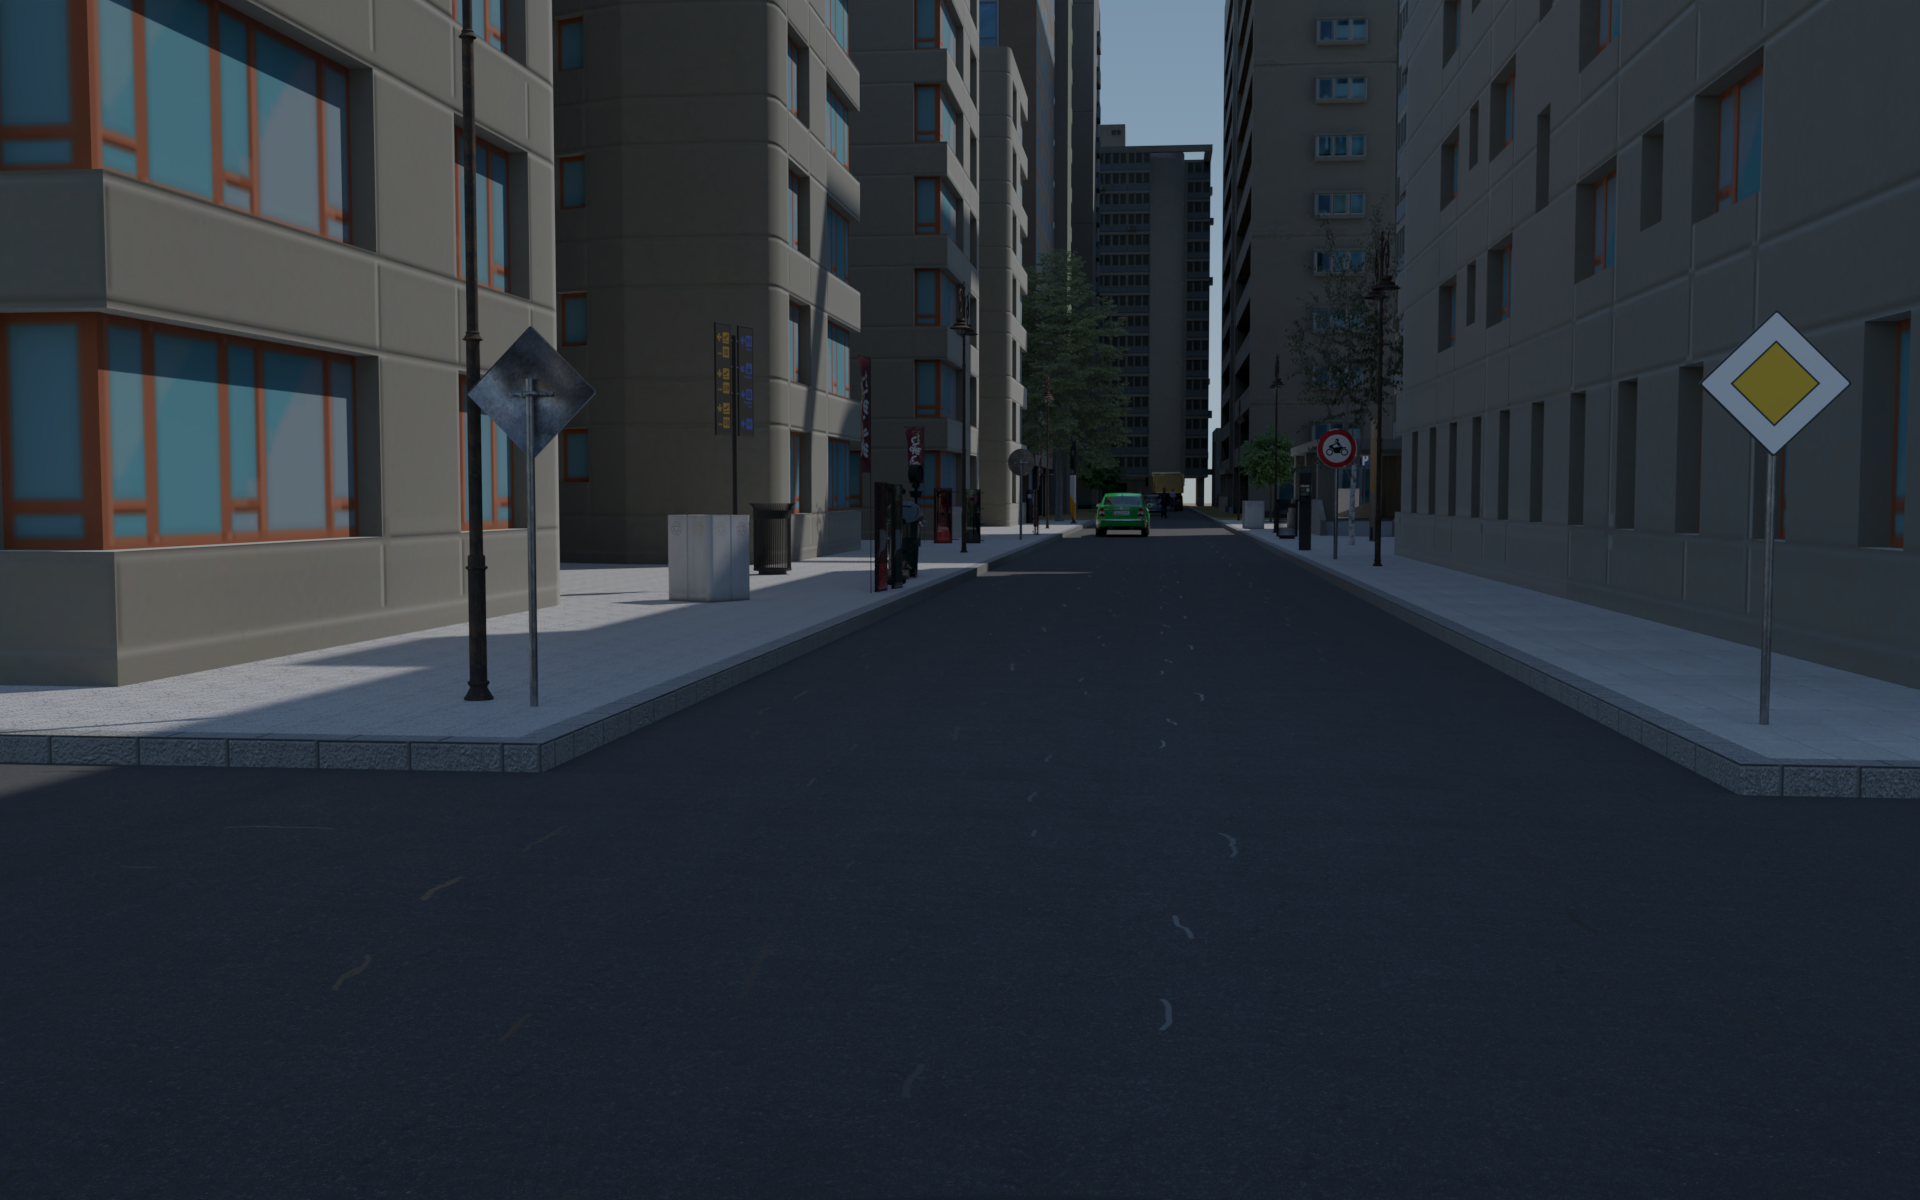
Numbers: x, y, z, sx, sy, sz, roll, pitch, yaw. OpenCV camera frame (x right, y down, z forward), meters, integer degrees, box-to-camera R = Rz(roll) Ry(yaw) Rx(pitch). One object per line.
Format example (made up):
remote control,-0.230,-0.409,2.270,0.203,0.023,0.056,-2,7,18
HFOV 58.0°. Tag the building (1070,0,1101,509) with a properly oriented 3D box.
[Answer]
building,1.166,-32.190,150.002,21.600,48.544,21.300,0,4,7

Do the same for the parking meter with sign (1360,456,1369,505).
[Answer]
parking meter with sign,17.785,-4.710,73.267,0.543,3.016,1.738,-3,5,-42

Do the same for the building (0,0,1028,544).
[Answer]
building,-12.437,-13.345,63.231,27.650,21.520,28.899,0,4,7

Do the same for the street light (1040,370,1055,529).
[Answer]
street light,3.256,-5.598,64.309,0.468,5.910,1.993,0,4,7

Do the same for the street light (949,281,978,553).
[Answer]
street light,0.086,-3.974,37.762,0.468,5.910,1.993,0,4,7

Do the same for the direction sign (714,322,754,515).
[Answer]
direction sign,-3.022,-1.911,23.243,0.379,3.537,0.876,2,4,27

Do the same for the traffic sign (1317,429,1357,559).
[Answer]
traffic sign,7.379,-2.071,33.967,0.768,2.556,0.104,1,4,8

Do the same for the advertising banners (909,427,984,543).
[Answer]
advertising banners,-0.412,-2.981,44.922,2.074,3.025,0.090,0,4,1

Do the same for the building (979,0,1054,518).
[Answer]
building,-2.303,-27.060,92.541,14.600,45.320,14.200,0,4,7

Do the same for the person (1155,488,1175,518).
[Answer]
person,12.297,-5.852,104.209,1.348,1.821,0.705,-1,4,-20

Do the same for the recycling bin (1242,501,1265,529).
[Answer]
recycling bin,10.838,-3.145,63.983,0.722,1.027,0.722,0,4,1

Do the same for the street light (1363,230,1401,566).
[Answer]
street light,7.420,-3.536,30.604,0.468,5.910,1.993,0,4,7

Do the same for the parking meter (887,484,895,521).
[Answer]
parking meter,-1.712,-2.062,42.128,0.372,1.533,0.369,0,3,0

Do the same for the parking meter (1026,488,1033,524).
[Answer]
parking meter,3.066,-4.106,75.547,0.372,1.533,0.369,0,3,0

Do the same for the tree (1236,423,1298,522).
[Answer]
tree,14.098,-5.823,78.923,4.285,4.588,4.351,0,3,0

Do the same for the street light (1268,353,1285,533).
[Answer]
street light,10.405,-5.151,57.003,0.468,5.910,1.993,0,4,7

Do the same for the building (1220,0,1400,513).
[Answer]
building,33.258,-31.947,146.033,21.300,48.544,21.600,0,4,7

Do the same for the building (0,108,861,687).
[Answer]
building,-17.680,-11.114,26.761,27.650,21.520,28.899,0,4,7

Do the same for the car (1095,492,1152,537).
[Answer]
car,5.632,-3.110,59.648,1.959,1.807,4.718,0,4,7

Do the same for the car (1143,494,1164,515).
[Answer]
car,13.064,-6.456,117.561,2.014,1.417,4.499,0,4,8

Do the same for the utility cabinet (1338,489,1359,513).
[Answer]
utility cabinet,16.223,-3.937,73.057,1.173,1.500,0.318,-1,4,-15

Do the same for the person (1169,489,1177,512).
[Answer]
person,16.988,-7.913,137.745,0.709,1.838,0.599,2,4,32

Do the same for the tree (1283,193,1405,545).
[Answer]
tree,9.883,-5.689,43.376,4.360,8.622,3.978,0,3,0

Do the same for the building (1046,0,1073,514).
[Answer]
building,-0.480,-25.876,106.665,14.154,41.232,14.086,0,4,7

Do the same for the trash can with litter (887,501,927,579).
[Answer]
trash can with litter,-0.836,-0.918,26.390,0.624,1.170,1.055,0,4,2

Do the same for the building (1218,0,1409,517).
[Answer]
building,35.064,-26.379,123.176,32.217,40.220,23.993,0,4,7

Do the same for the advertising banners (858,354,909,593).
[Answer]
advertising banners,-1.030,-1.627,22.787,0.090,3.025,2.074,1,4,14

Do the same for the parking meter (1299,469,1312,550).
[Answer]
parking meter,7.872,-2.065,39.479,0.255,1.863,0.399,1,4,16

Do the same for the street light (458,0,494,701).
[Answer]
street light,-3.003,-2.315,10.630,0.468,5.910,1.993,0,4,7

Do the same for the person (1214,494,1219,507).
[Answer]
person,24.582,-9.362,164.834,1.065,1.426,0.557,-2,4,-29

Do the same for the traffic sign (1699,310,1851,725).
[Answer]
traffic sign,4.474,-0.363,9.579,0.795,2.450,0.064,0,4,7

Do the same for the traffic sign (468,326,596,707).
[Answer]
traffic sign,-2.571,-0.414,10.408,0.795,2.450,0.064,0,4,7

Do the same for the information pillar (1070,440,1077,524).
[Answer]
information pillar,4.921,-5.138,75.363,0.183,3.616,0.504,-1,4,-19

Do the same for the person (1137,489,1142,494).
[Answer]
person,10.819,-5.812,104.472,0.756,1.711,0.436,-2,4,-28

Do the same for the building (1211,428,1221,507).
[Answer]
building,41.499,-52.742,174.999,31.000,86.520,22.319,0,4,7

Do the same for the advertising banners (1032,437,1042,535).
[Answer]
advertising banners,2.422,-3.558,54.362,0.090,3.025,2.074,0,4,-3

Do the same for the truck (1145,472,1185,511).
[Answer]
truck,17.783,-9.370,149.130,3.469,3.379,9.791,0,4,5

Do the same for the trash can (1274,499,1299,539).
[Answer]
trash can,9.386,-2.326,49.681,0.748,1.137,0.748,0,3,0

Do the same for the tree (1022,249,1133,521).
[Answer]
tree,4.239,-9.969,81.115,7.486,12.596,7.792,0,3,0

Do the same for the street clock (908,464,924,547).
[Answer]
street clock,-1.076,-2.303,42.224,0.358,2.002,0.471,1,4,21

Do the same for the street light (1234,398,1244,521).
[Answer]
street light,13.507,-6.789,83.795,0.468,5.910,1.993,0,4,7

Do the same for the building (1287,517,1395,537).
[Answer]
building,27.861,-22.334,57.036,32.217,40.220,23.993,0,4,7

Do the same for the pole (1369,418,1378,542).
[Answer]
pole,11.187,-3.239,46.797,0.158,3.312,0.155,0,3,0

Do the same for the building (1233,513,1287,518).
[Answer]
building,27.282,-29.170,100.635,21.300,48.544,21.600,0,4,7

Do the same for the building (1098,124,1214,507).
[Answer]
building,14.779,-30.143,184.722,23.993,40.220,32.217,0,4,7

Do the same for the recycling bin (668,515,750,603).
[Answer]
recycling bin,-3.028,-0.510,20.895,0.722,1.027,0.722,3,4,36

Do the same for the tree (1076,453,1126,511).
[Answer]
tree,11.192,-9.192,134.010,4.285,4.588,4.351,0,3,0

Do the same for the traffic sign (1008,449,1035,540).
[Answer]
traffic sign,1.705,-2.963,48.543,0.768,2.556,0.104,1,4,16

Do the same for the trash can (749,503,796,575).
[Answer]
trash can,-2.998,-0.979,27.666,0.748,1.137,0.748,0,3,0

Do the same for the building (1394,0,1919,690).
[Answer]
building,21.981,-10.744,20.702,28.899,21.520,27.650,0,4,7
